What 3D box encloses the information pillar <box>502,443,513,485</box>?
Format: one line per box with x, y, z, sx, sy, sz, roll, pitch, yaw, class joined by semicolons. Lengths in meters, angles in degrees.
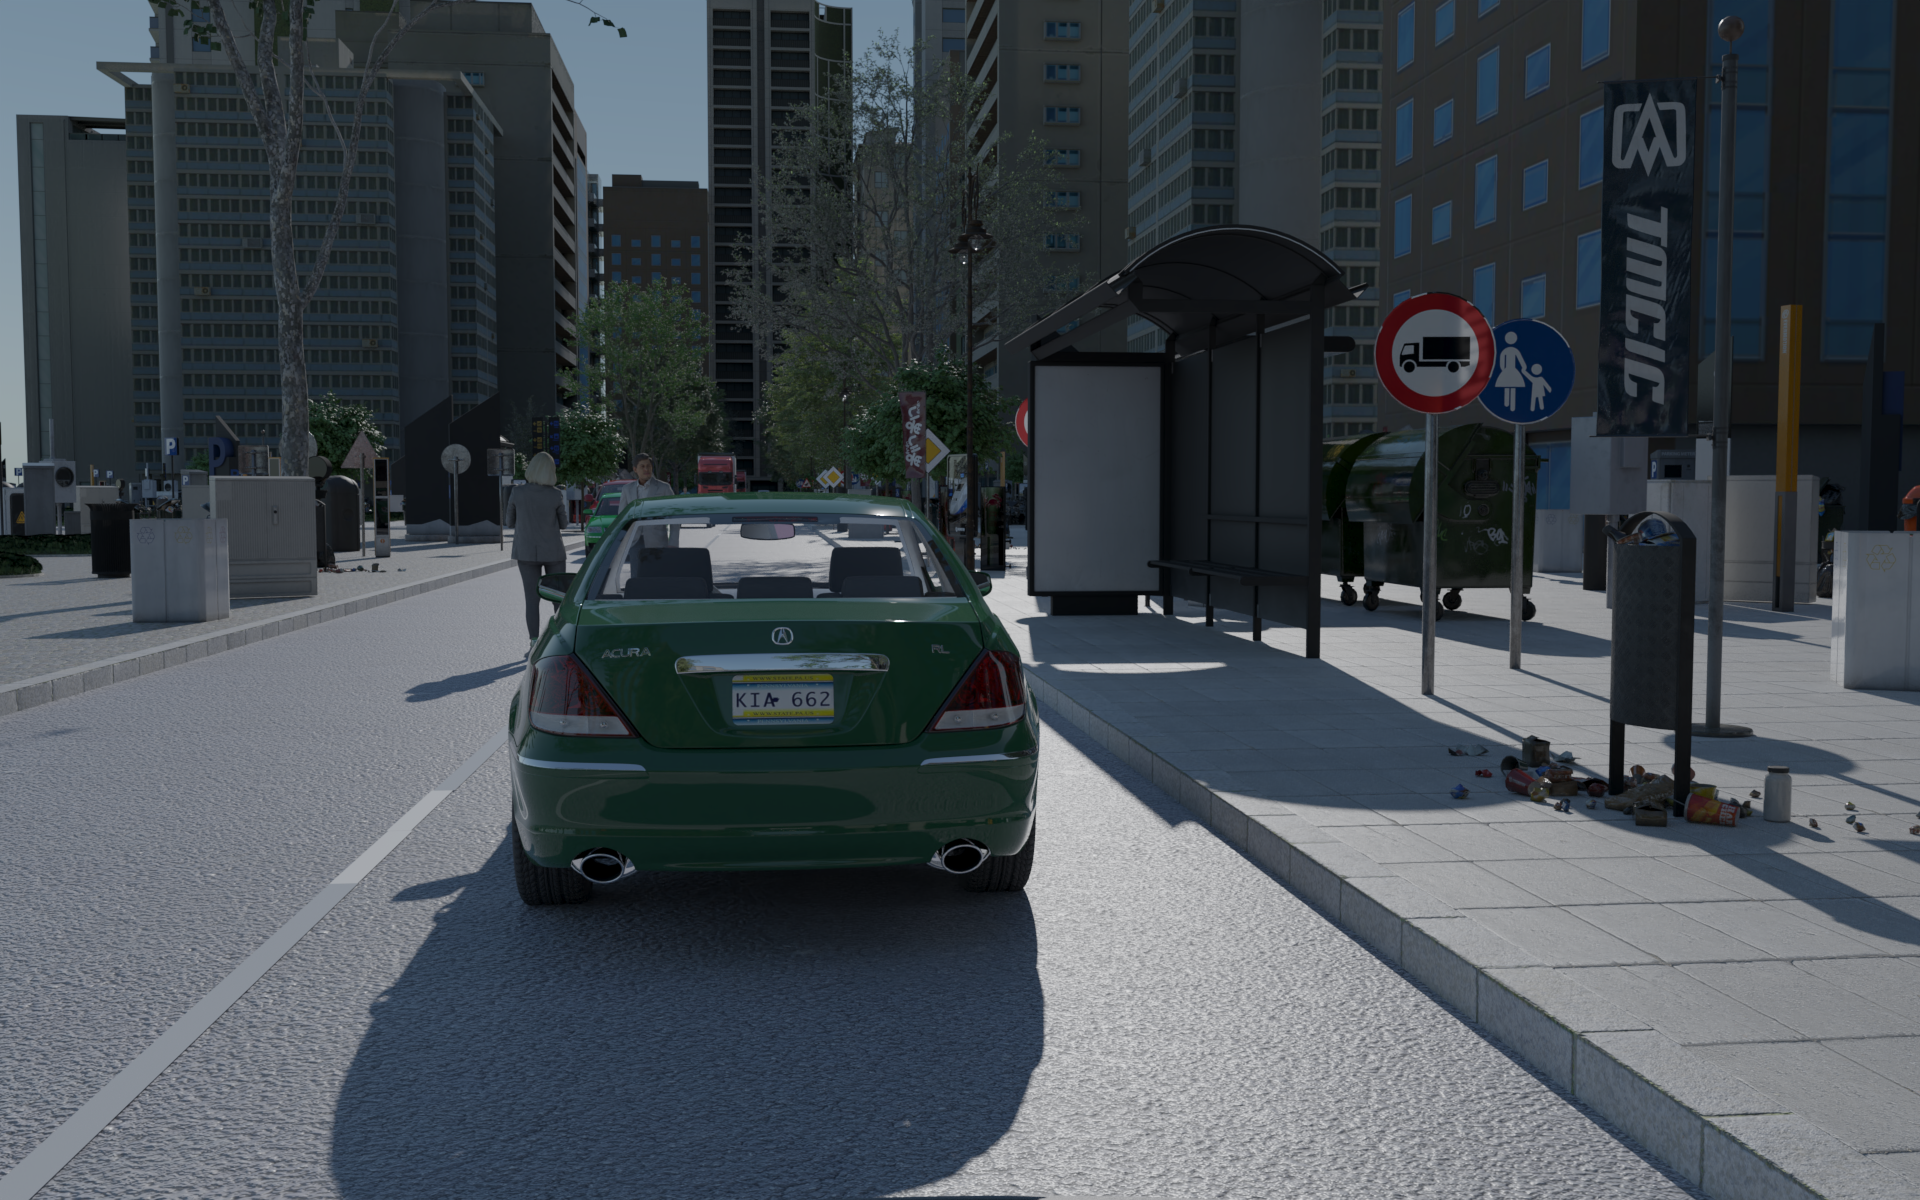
-20.865;-5.418;79.936;0.504;3.616;0.183;-2;4;-35;information pillar

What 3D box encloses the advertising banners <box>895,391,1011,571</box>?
-0.106;-2.017;29.165;2.074;3.025;0.090;2;4;25;advertising banners

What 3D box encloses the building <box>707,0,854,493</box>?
-25.759;-49.709;250.989;20.611;71.187;20.563;0;4;-6;building

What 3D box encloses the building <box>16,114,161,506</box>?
-92.973;-30.998;190.415;14.086;41.232;14.154;0;4;-6;building

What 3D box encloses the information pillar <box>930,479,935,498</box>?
-1.252;-5.117;75.012;0.183;3.616;0.504;2;4;31;information pillar

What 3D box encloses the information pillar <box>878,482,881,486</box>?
-4.923;-7.150;108.260;0.504;3.616;0.183;-1;4;-21;information pillar

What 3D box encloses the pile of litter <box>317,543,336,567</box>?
-11.636;-0.990;30.155;1.176;0.858;1.719;3;5;44;pile of litter

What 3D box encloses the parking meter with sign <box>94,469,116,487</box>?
-60.631;-7.735;122.732;0.543;3.016;1.738;1;4;12;parking meter with sign

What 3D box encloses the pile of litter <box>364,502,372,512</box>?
-33.083;-5.072;96.894;1.176;0.858;1.719;-3;5;-44;pile of litter

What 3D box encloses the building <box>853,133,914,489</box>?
-2.031;-40.873;257.512;27.495;52.752;28.713;0;4;-6;building

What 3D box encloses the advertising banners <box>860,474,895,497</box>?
-2.561;-3.909;60.104;2.074;3.025;0.090;0;4;1;advertising banners

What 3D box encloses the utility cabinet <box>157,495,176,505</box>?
-49.817;-5.968;108.740;1.020;1.237;0.306;0;4;3;utility cabinet

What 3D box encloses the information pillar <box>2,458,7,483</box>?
-62.310;-7.429;112.823;0.183;3.616;0.504;1;4;15;information pillar

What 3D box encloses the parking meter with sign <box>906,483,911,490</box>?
-4.156;-8.054;127.939;1.738;3.016;0.543;-2;4;-24;parking meter with sign

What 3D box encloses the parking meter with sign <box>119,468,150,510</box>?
-55.464;-7.352;116.463;1.738;3.016;0.543;-3;5;-45;parking meter with sign

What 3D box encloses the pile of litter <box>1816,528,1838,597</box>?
11.277;-0.470;21.654;1.719;0.858;1.176;-3;5;-43;pile of litter

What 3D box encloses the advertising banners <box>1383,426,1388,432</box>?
10.971;-3.015;45.487;0.090;3.025;2.074;0;4;2;advertising banners

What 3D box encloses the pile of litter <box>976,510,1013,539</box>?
0.993;-2.207;50.046;1.176;0.858;1.719;1;4;10;pile of litter

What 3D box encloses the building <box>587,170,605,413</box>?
-65.650;-38.498;249.047;30.456;49.044;23.786;0;4;-6;building

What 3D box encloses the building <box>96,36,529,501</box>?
-54.171;-28.133;151.857;32.217;40.220;23.993;0;4;-6;building

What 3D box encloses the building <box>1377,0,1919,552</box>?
19.368;-23.917;41.150;14.600;45.320;14.200;0;4;-6;building

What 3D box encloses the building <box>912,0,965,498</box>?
5.279;-39.902;194.390;21.231;58.520;28.212;0;4;-6;building

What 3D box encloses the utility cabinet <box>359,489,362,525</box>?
-24.894;-3.776;70.411;1.173;1.500;0.318;-2;4;-24;utility cabinet

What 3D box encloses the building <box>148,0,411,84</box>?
-71.285;-39.557;188.762;28.212;58.520;21.231;0;4;-6;building

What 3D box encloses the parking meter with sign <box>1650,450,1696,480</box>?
12.388;-2.070;30.114;1.738;3.016;0.543;0;4;6;parking meter with sign

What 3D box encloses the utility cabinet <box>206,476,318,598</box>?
-8.566;-0.774;21.326;1.173;1.500;0.318;-3;4;-37;utility cabinet

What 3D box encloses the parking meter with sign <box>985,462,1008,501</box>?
2.168;-5.881;92.414;1.738;3.016;0.543;1;4;17;parking meter with sign

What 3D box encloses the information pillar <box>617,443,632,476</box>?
-14.713;-5.146;75.496;0.504;3.616;0.183;-2;4;-34;information pillar

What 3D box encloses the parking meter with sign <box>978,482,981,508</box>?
0.949;-6.960;110.049;1.738;3.016;0.543;-2;4;-24;parking meter with sign

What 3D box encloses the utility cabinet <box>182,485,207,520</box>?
-18.837;-2.125;43.417;1.173;1.500;0.318;-1;4;-20;utility cabinet

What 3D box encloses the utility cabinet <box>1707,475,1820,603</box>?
9.487;-0.723;20.504;1.173;1.500;0.318;3;5;41;utility cabinet

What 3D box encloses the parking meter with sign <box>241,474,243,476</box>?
-51.927;-8.013;127.269;1.738;3.016;0.543;0;4;-5;parking meter with sign

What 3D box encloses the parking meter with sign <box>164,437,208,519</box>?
-23.931;-3.545;54.216;0.543;3.016;1.738;2;4;27;parking meter with sign

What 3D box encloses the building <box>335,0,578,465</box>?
-50.706;-33.721;175.040;21.300;48.544;21.600;0;4;-6;building

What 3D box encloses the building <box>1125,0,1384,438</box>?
23.287;-25.049;101.438;23.993;40.220;32.217;0;4;-6;building

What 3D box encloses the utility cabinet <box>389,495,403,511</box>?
-33.493;-5.589;102.548;1.020;1.237;0.306;-3;5;-44;utility cabinet

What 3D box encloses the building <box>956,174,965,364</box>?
6.415;-23.714;159.426;14.160;30.474;14.107;0;4;-6;building

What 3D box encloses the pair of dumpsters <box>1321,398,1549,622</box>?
4.945;-1.033;19.378;1.574;2.255;4.437;0;4;-6;pair of dumpsters

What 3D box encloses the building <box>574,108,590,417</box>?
-49.814;-33.363;195.603;14.200;45.320;14.600;0;4;-6;building

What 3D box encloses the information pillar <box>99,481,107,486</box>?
-47.835;-5.640;96.701;0.304;2.012;0.304;-1;4;-11;information pillar

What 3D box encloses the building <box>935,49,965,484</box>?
5.106;-31.984;173.042;14.600;45.320;14.200;0;4;-6;building

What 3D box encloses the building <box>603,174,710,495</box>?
-42.592;-36.431;245.761;14.200;45.320;14.600;0;4;-6;building

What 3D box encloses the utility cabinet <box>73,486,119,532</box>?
-23.508;-2.355;47.177;0.318;1.500;1.173;2;4;26;utility cabinet

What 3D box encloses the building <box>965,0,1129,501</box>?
12.194;-31.346;136.216;21.300;48.544;21.600;0;4;-6;building

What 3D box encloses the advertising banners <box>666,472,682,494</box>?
-22.657;-8.677;138.050;0.090;3.025;2.074;3;4;38;advertising banners

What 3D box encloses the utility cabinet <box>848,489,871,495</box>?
-4.776;-4.438;81.234;1.173;1.500;0.318;-2;4;-34;utility cabinet

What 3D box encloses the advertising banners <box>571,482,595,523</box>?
-16.819;-4.867;75.770;2.074;3.025;0.090;-2;4;-34;advertising banners

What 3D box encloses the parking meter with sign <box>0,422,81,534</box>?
-22.471;-2.815;42.285;1.738;3.016;0.543;-2;4;-29;parking meter with sign
